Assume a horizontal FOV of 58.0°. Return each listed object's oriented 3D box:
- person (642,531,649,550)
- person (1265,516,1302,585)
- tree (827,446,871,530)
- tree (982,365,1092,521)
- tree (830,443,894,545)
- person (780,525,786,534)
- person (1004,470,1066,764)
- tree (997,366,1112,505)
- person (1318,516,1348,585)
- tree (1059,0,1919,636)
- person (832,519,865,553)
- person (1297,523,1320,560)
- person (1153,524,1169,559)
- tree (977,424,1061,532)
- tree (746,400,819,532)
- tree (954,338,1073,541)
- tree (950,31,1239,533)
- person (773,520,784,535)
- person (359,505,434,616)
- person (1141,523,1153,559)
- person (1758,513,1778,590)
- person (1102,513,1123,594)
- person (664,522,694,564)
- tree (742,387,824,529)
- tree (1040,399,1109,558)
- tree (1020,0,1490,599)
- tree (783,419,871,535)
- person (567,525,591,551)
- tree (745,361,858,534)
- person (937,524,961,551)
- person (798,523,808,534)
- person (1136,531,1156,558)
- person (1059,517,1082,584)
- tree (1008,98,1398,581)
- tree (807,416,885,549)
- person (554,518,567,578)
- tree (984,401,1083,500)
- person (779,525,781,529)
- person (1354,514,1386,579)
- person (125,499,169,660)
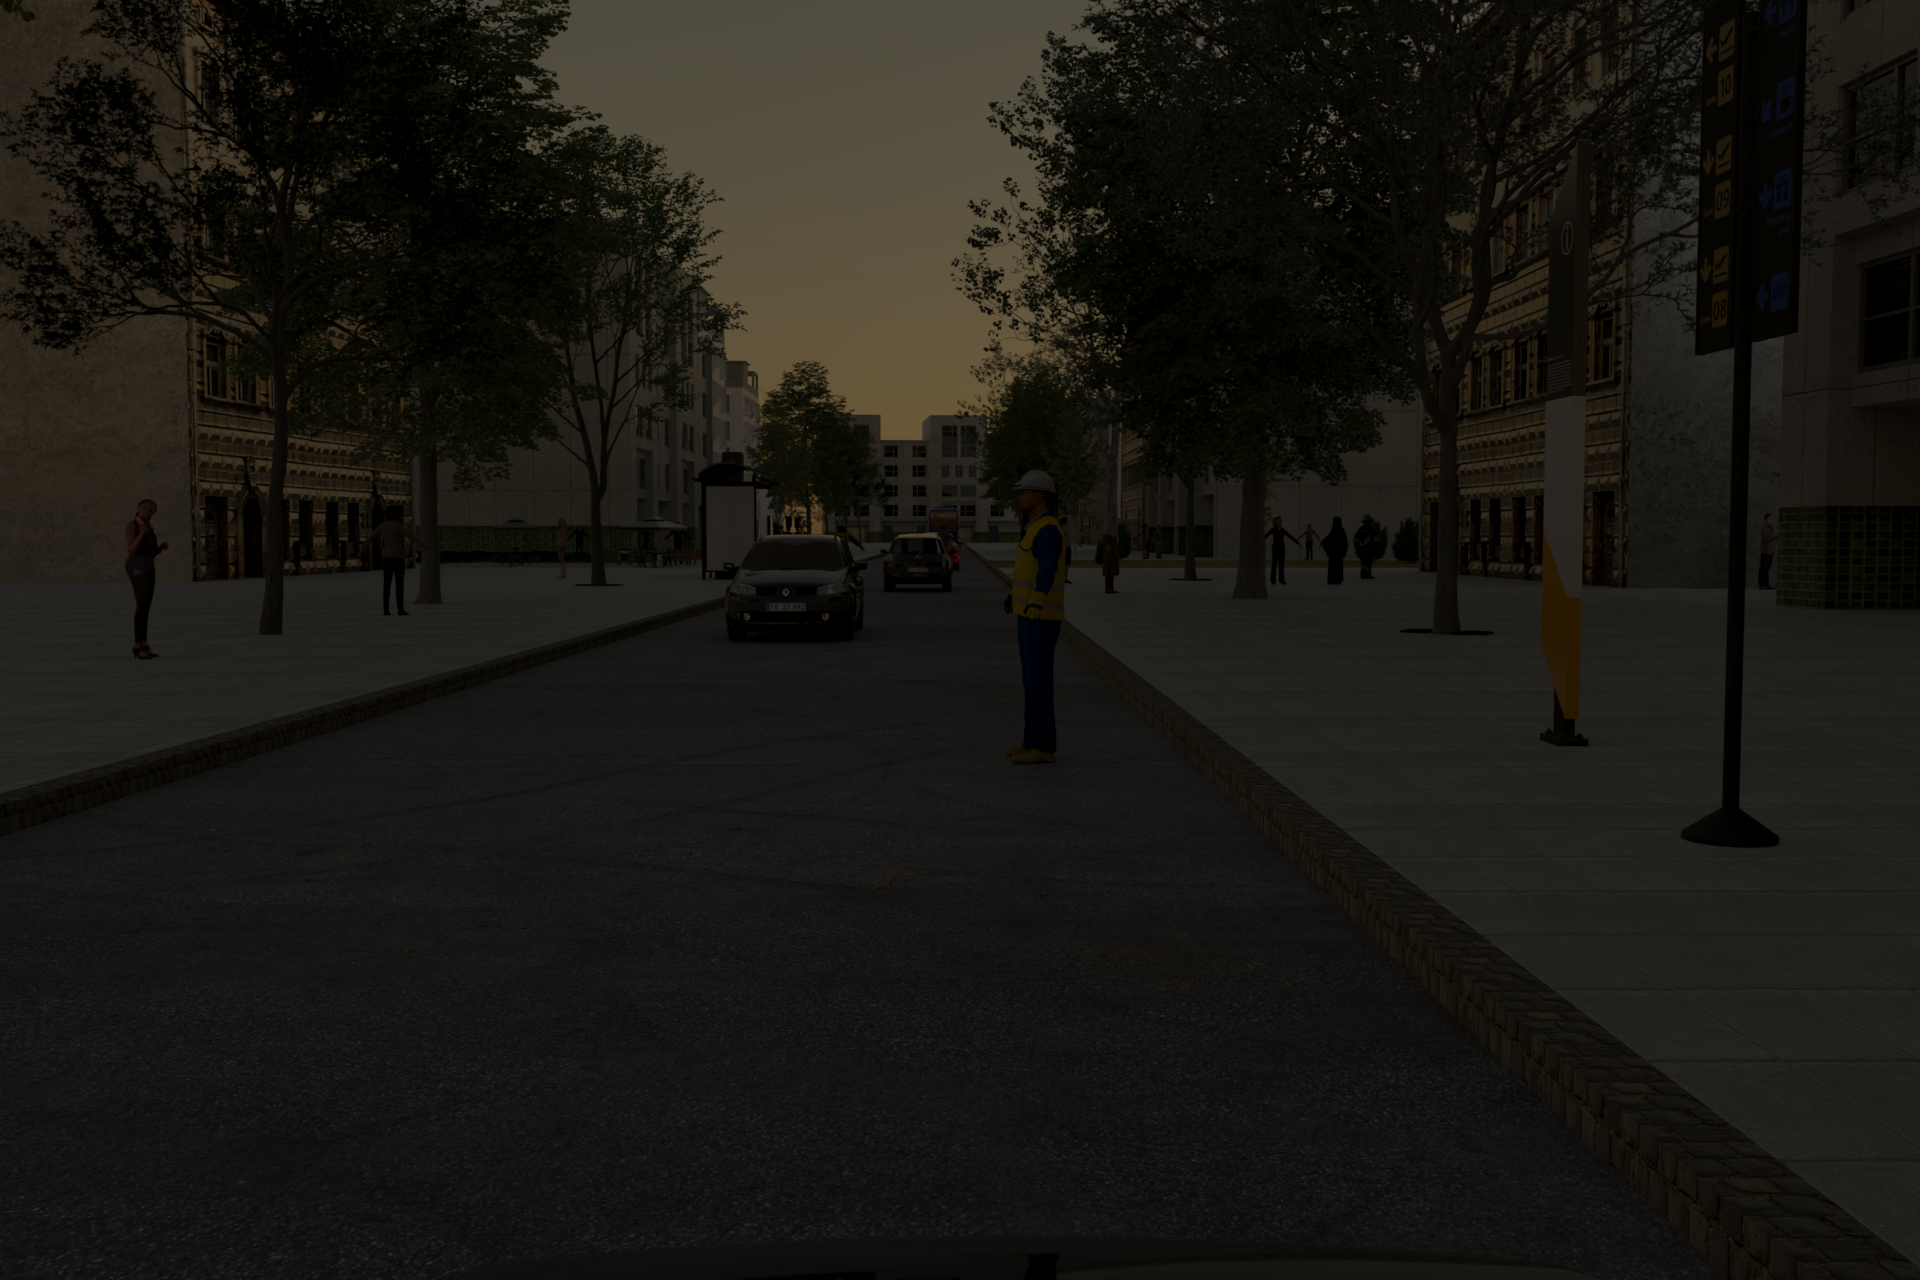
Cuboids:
[{"bbox_3d":[-17.245,-5.443,94.932,0.705,1.837,1.347,0,4,-2],"label":"person"},{"bbox_3d":[8.108,-2.270,43.927,1.215,1.729,0.721,-1,4,-17],"label":"person"},{"bbox_3d":[-9.834,-11.645,140.752,4.360,8.622,3.978,0,3,0],"label":"tree"},{"bbox_3d":[4.898,-12.131,116.476,7.486,12.596,7.792,0,3,0],"label":"tree"},{"bbox_3d":[-9.736,-14.117,165.218,7.601,10.594,8.767,2,4,32],"label":"tree"},{"bbox_3d":[-9.074,-4.971,88.080,1.217,1.733,0.721,-1,4,-23],"label":"person"},{"bbox_3d":[0.457,-0.153,10.934,0.705,1.833,1.349,0,4,-4],"label":"person"},{"bbox_3d":[5.770,-10.975,105.194,9.928,11.665,9.643,0,3,0],"label":"tree"},{"bbox_3d":[9.510,-2.282,44.098,1.214,1.737,0.721,-3,5,-45],"label":"person"},{"bbox_3d":[6.171,-6.814,21.779,12.009,13.543,11.850,0,3,0],"label":"tree"},{"bbox_3d":[-3.365,-2.508,49.235,1.354,1.858,0.705,-1,4,-12],"label":"person"},{"bbox_3d":[17.297,-4.874,85.817,1.348,1.813,0.705,-1,4,-20],"label":"person"},{"bbox_3d":[10.367,-5.113,89.876,0.705,1.796,1.348,3,5,40],"label":"person"},{"bbox_3d":[5.225,-13.552,147.331,9.928,11.665,9.643,0,3,0],"label":"tree"},{"bbox_3d":[-9.397,-8.751,93.440,4.737,8.622,4.395,0,3,0],"label":"tree"},{"bbox_3d":[5.470,-19.040,167.194,12.611,20.169,13.585,0,3,0],"label":"tree"},{"bbox_3d":[5.540,-12.780,64.837,12.611,20.169,13.585,0,3,0],"label":"tree"},{"bbox_3d":[-7.621,-4.031,71.690,0.705,1.856,1.354,2,4,32],"label":"person"},{"bbox_3d":[-8.914,-1.259,27.346,1.215,1.744,0.721,0,4,6],"label":"person"},{"bbox_3d":[9.458,-5.010,88.057,0.704,1.843,1.345,2,4,30],"label":"person"},{"bbox_3d":[18.682,-2.029,39.742,0.617,1.759,0.750,-2,4,-34],"label":"person"},{"bbox_3d":[3.333,-1.874,37.420,0.721,1.736,1.217,1,4,18],"label":"person"},{"bbox_3d":[-11.905,-4.100,73.228,1.347,1.806,0.705,-2,4,-29],"label":"person"},{"bbox_3d":[-9.187,-8.373,87.260,4.360,8.622,3.978,0,3,0],"label":"tree"},{"bbox_3d":[6.272,-8.779,93.896,4.737,8.622,4.395,0,3,0],"label":"tree"},{"bbox_3d":[5.791,-7.804,34.257,9.857,13.997,8.962,0,3,0],"label":"tree"},{"bbox_3d":[-10.307,-12.012,130.809,7.601,10.594,8.767,0,4,-6],"label":"tree"},{"bbox_3d":[-20.640,-5.364,93.922,1.346,1.802,0.704,-2,4,-27],"label":"person"},{"bbox_3d":[-10.336,-11.960,113.679,7.486,12.596,7.792,0,3,0],"label":"tree"},{"bbox_3d":[-0.626,-3.512,66.144,1.348,1.796,0.705,0,4,6],"label":"person"},{"bbox_3d":[-7.303,-4.471,79.568,1.216,1.772,0.721,-1,4,-9],"label":"person"},{"bbox_3d":[10.162,-5.368,94.481,1.216,1.740,0.721,1,4,22],"label":"person"},{"bbox_3d":[2.792,-2.338,45.055,0.721,1.735,1.217,-2,4,-30],"label":"person"},{"bbox_3d":[6.267,-8.379,47.371,12.009,13.543,11.850,0,3,0],"label":"tree"},{"bbox_3d":[-10.040,-13.769,150.878,9.928,11.665,9.643,0,3,0],"label":"tree"},{"bbox_3d":[-11.627,-2.666,50.208,0.721,1.753,1.214,-1,4,-21],"label":"person"},{"bbox_3d":[5.602,-12.408,128.622,9.928,11.665,9.643,0,3,0],"label":"tree"},{"bbox_3d":[-10.494,-5.828,101.420,1.346,1.812,0.704,-2,4,-33],"label":"person"},{"bbox_3d":[11.706,-2.683,49.728,0.704,1.845,1.351,-2,4,-26],"label":"person"},{"bbox_3d":[-8.385,-0.634,17.883,0.415,1.643,0.593,-3,5,-40],"label":"person"}]
